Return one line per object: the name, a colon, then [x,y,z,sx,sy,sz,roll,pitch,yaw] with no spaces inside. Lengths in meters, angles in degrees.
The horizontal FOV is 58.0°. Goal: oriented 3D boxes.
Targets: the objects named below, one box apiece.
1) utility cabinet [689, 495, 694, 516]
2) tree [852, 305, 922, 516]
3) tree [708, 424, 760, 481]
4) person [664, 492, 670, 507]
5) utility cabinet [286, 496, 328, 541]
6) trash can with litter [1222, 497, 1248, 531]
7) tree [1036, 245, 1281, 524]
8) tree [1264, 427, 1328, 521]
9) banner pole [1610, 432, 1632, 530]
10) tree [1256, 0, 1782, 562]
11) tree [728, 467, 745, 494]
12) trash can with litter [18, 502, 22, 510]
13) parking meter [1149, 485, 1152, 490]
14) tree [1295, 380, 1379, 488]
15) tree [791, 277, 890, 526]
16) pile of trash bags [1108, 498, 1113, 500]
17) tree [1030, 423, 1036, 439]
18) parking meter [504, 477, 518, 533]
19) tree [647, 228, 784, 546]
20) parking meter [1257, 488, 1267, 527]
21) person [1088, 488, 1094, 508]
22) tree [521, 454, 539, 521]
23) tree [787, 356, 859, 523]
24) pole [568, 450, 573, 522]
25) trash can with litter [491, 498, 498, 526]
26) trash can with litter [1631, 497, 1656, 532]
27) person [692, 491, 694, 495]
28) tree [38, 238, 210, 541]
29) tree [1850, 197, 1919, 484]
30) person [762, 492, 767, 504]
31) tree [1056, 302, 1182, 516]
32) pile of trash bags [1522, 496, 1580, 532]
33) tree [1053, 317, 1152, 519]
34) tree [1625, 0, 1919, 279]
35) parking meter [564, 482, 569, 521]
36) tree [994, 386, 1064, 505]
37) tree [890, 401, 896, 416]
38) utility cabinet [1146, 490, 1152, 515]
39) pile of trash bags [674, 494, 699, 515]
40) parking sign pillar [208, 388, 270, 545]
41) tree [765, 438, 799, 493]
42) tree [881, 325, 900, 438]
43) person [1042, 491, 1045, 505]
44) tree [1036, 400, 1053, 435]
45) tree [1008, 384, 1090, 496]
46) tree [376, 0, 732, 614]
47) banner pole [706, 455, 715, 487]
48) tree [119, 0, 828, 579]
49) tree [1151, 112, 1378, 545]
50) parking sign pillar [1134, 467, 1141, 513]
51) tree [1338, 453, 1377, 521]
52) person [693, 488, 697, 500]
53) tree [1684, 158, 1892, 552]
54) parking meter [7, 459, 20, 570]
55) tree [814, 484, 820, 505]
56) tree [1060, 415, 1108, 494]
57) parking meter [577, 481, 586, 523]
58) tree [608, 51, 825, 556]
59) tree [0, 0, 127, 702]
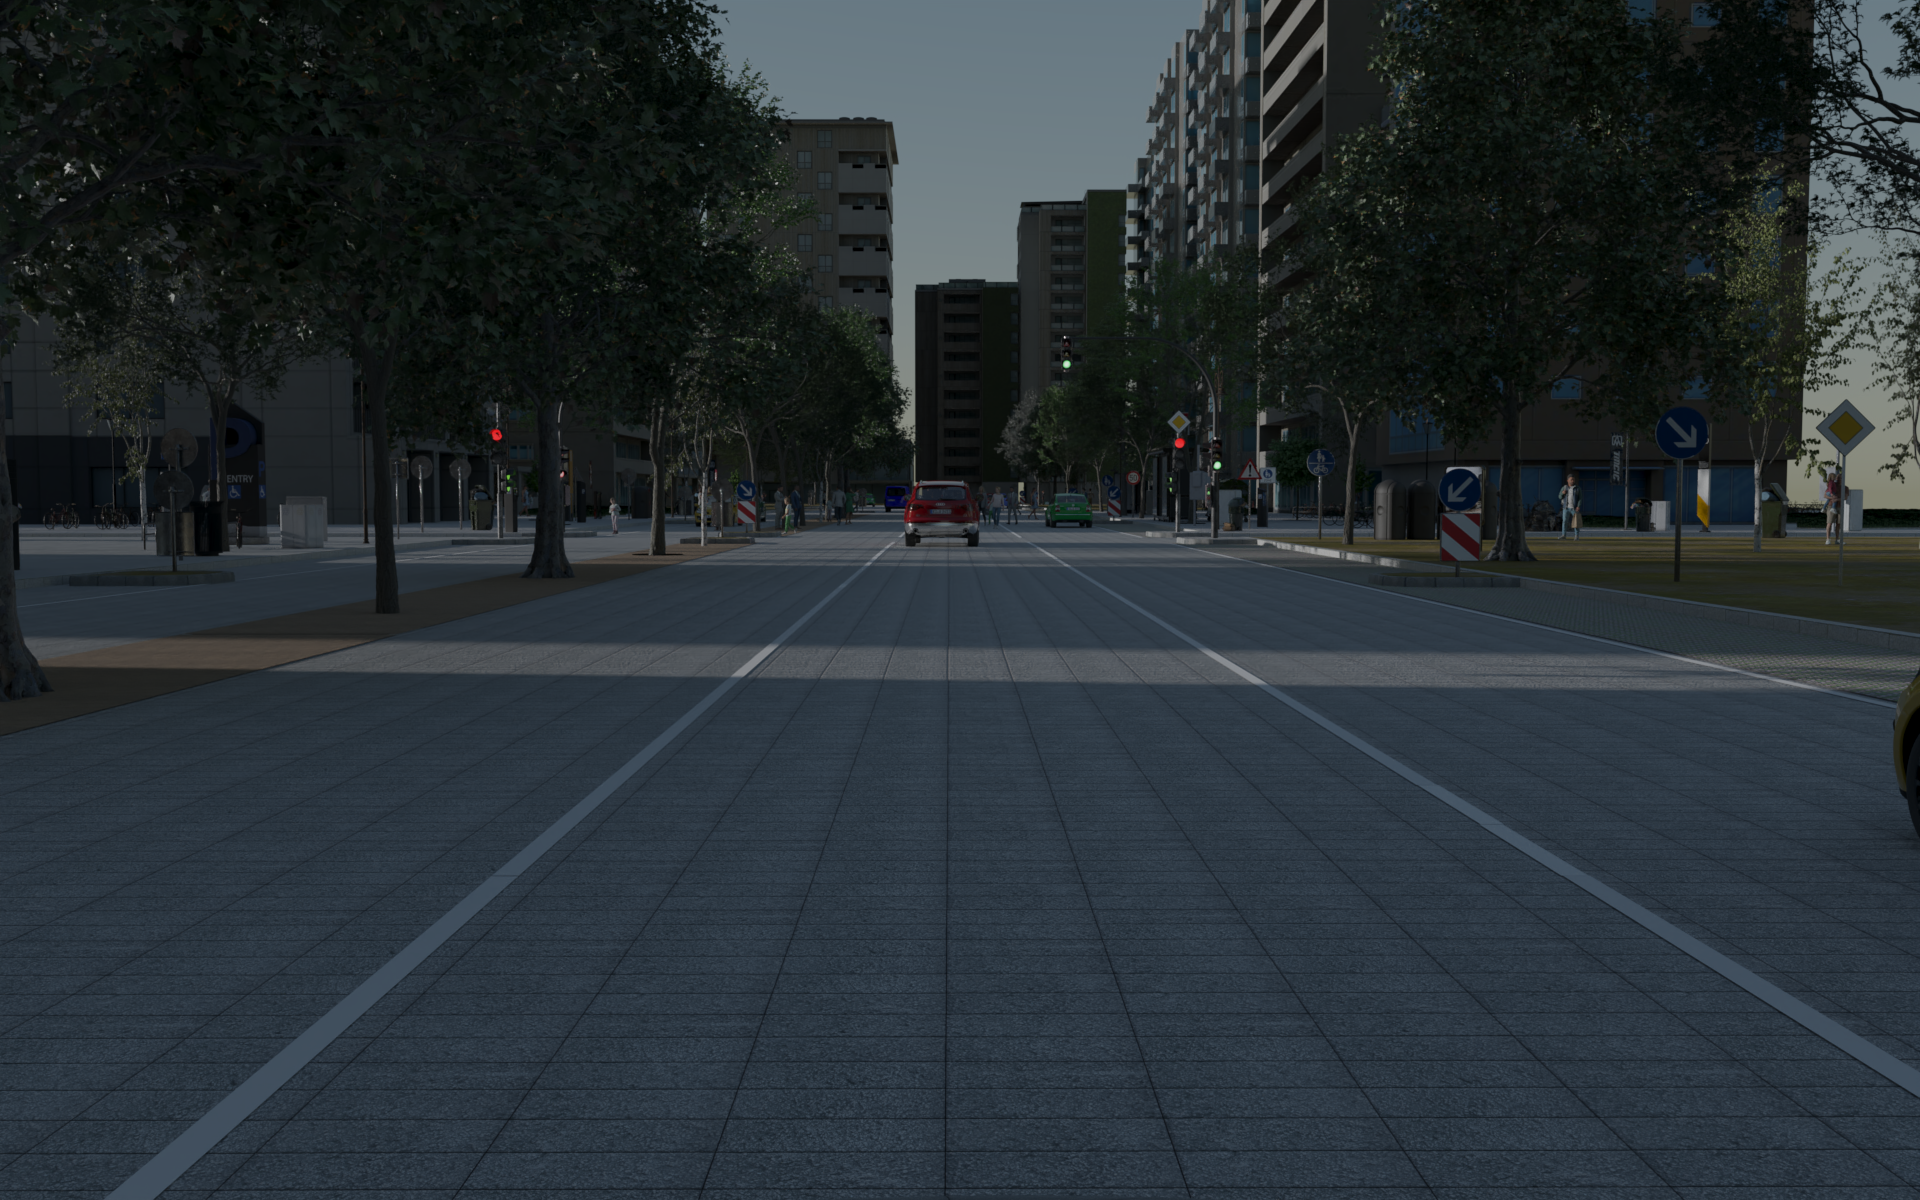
utility cabinet: [-16.126,-5.671,103.883,0.306,1.237,1.020,0,4,-7]
tree: [-7.097,-11.197,102.531,9.611,12.733,9.660,0,3,0]
tree: [-17.018,-11.194,133.377,4.737,8.622,4.395,0,3,0]
person: [-26.657,-9.191,156.345,0.705,1.821,1.348,2,4,28]
utility cabinet: [-17.704,-2.190,46.968,1.020,1.237,0.306,0,4,6]
trash can with litter: [9.506,-2.968,59.914,0.624,1.170,1.055,2,4,32]
tree: [9.878,-9.054,73.793,9.928,11.665,9.643,0,3,0]
tree: [16.397,-6.159,84.412,4.285,4.588,4.351,0,3,0]
banner pole: [23.518,-4.381,61.647,0.863,3.779,0.401,0,4,-1]
tree: [10.507,-7.098,33.068,9.611,12.733,9.660,0,3,0]
tree: [-16.149,-7.939,124.407,1.663,3.219,1.824,0,3,0]
trash can with litter: [-33.339,-2.997,60.393,1.055,1.170,0.624,-3,5,-41]
parking meter: [12.524,-6.567,113.083,0.255,1.863,0.399,-1,4,-14]
tree: [17.130,-7.727,76.706,4.360,8.622,3.978,0,3,0]
tree: [-7.057,-7.556,60.403,8.767,10.594,7.601,0,4,0]
pile of trash bags: [11.508,-7.000,124.198,1.912,1.369,3.447,0,4,4]
tree: [9.526,-13.799,151.374,9.928,11.665,9.643,0,3,0]
parking meter: [-14.990,-3.189,57.858,0.399,1.863,0.255,1,4,23]
tree: [-7.021,-5.788,47.453,4.360,8.622,3.978,0,3,0]
parking meter: [11.732,-3.601,67.291,0.372,1.533,0.369,0,3,0]
person: [12.277,-9.633,163.537,1.348,1.824,0.705,-3,5,-44]
tree: [-20.619,-5.485,84.275,1.663,3.219,1.824,0,3,0]
tree: [-6.887,-8.120,85.575,4.360,8.622,3.978,0,3,0]
pole: [-18.115,-5.306,80.601,0.158,3.312,0.155,0,3,0]
trash can with litter: [-18.623,-3.457,67.913,0.624,1.170,1.055,1,4,14]
trash can with litter: [23.321,-2.914,59.035,0.624,1.170,1.055,3,4,38]
person: [-22.870,-8.528,146.949,0.593,1.643,0.415,1,4,10]
tree: [-22.627,-5.926,47.245,4.360,8.622,3.978,0,3,0]
tree: [22.890,-5.519,40.605,4.360,8.622,3.978,0,3,0]
person: [-24.151,-12.463,213.732,0.593,1.643,0.415,-3,4,-38]
tree: [9.582,-11.304,102.948,7.486,12.596,7.792,0,3,0]
pile of trash bags: [19.381,-3.040,59.451,3.447,1.369,1.912,-1,4,-15]
tree: [9.478,-9.527,90.177,8.767,10.594,7.601,0,4,5]
tree: [10.150,-5.036,16.754,7.601,10.594,8.767,-2,4,-32]
parking meter: [-18.646,-4.647,81.688,0.255,1.863,0.399,1,4,20]
tree: [8.918,-17.584,197.873,12.009,13.543,11.850,0,3,0]
tree: [-7.018,-8.128,69.769,8.767,10.594,7.601,0,4,0]
utility cabinet: [11.900,-5.899,105.132,1.173,1.500,0.318,1,4,17]
pile of trash bags: [-16.310,-5.914,106.448,1.912,1.369,3.447,-2,4,-29]
parking sign pillar: [-18.412,-3.404,44.126,1.447,3.967,1.447,0,4,4]
tree: [-16.338,-16.070,180.878,7.486,12.596,7.792,0,3,0]
tree: [-6.983,-10.061,92.713,9.928,11.665,9.643,0,3,0]
person: [9.951,-12.345,208.688,0.445,1.727,0.742,-2,4,-31]
tree: [9.956,-11.615,124.312,8.767,10.594,7.601,-3,5,-43]
tree: [9.906,-16.089,180.070,9.611,12.733,9.660,0,3,0]
tree: [-6.823,-5.130,20.738,8.767,10.594,7.601,0,4,0]
banner pole: [-16.082,-7.423,111.378,0.863,3.779,0.401,-3,4,-37]
tree: [-7.014,-6.722,29.362,9.611,12.733,9.660,0,3,0]
tree: [9.759,-6.666,43.404,8.767,10.594,7.601,1,4,14]
parking sign pillar: [11.589,-7.772,115.549,1.447,3.967,1.447,-3,4,-37]
tree: [18.813,-5.308,81.379,1.663,3.219,1.824,0,3,0]
person: [-23.504,-9.029,153.679,1.348,1.823,0.705,-1,4,-9]
tree: [17.699,-5.358,37.971,4.737,8.622,4.395,0,3,0]
parking meter: [-16.051,-1.436,29.185,0.255,1.863,0.399,-3,5,-43]
tree: [-17.371,-18.241,208.610,12.009,13.543,11.850,0,3,0]
tree: [10.054,-11.703,141.708,4.360,8.622,3.978,0,3,0]
parking meter: [-16.980,-4.403,77.695,0.255,1.863,0.399,2,4,27]
tree: [-6.924,-6.828,39.850,9.928,11.665,9.643,0,3,0]
tree: [-6.916,-5.659,11.982,9.611,12.733,9.660,0,3,0]
